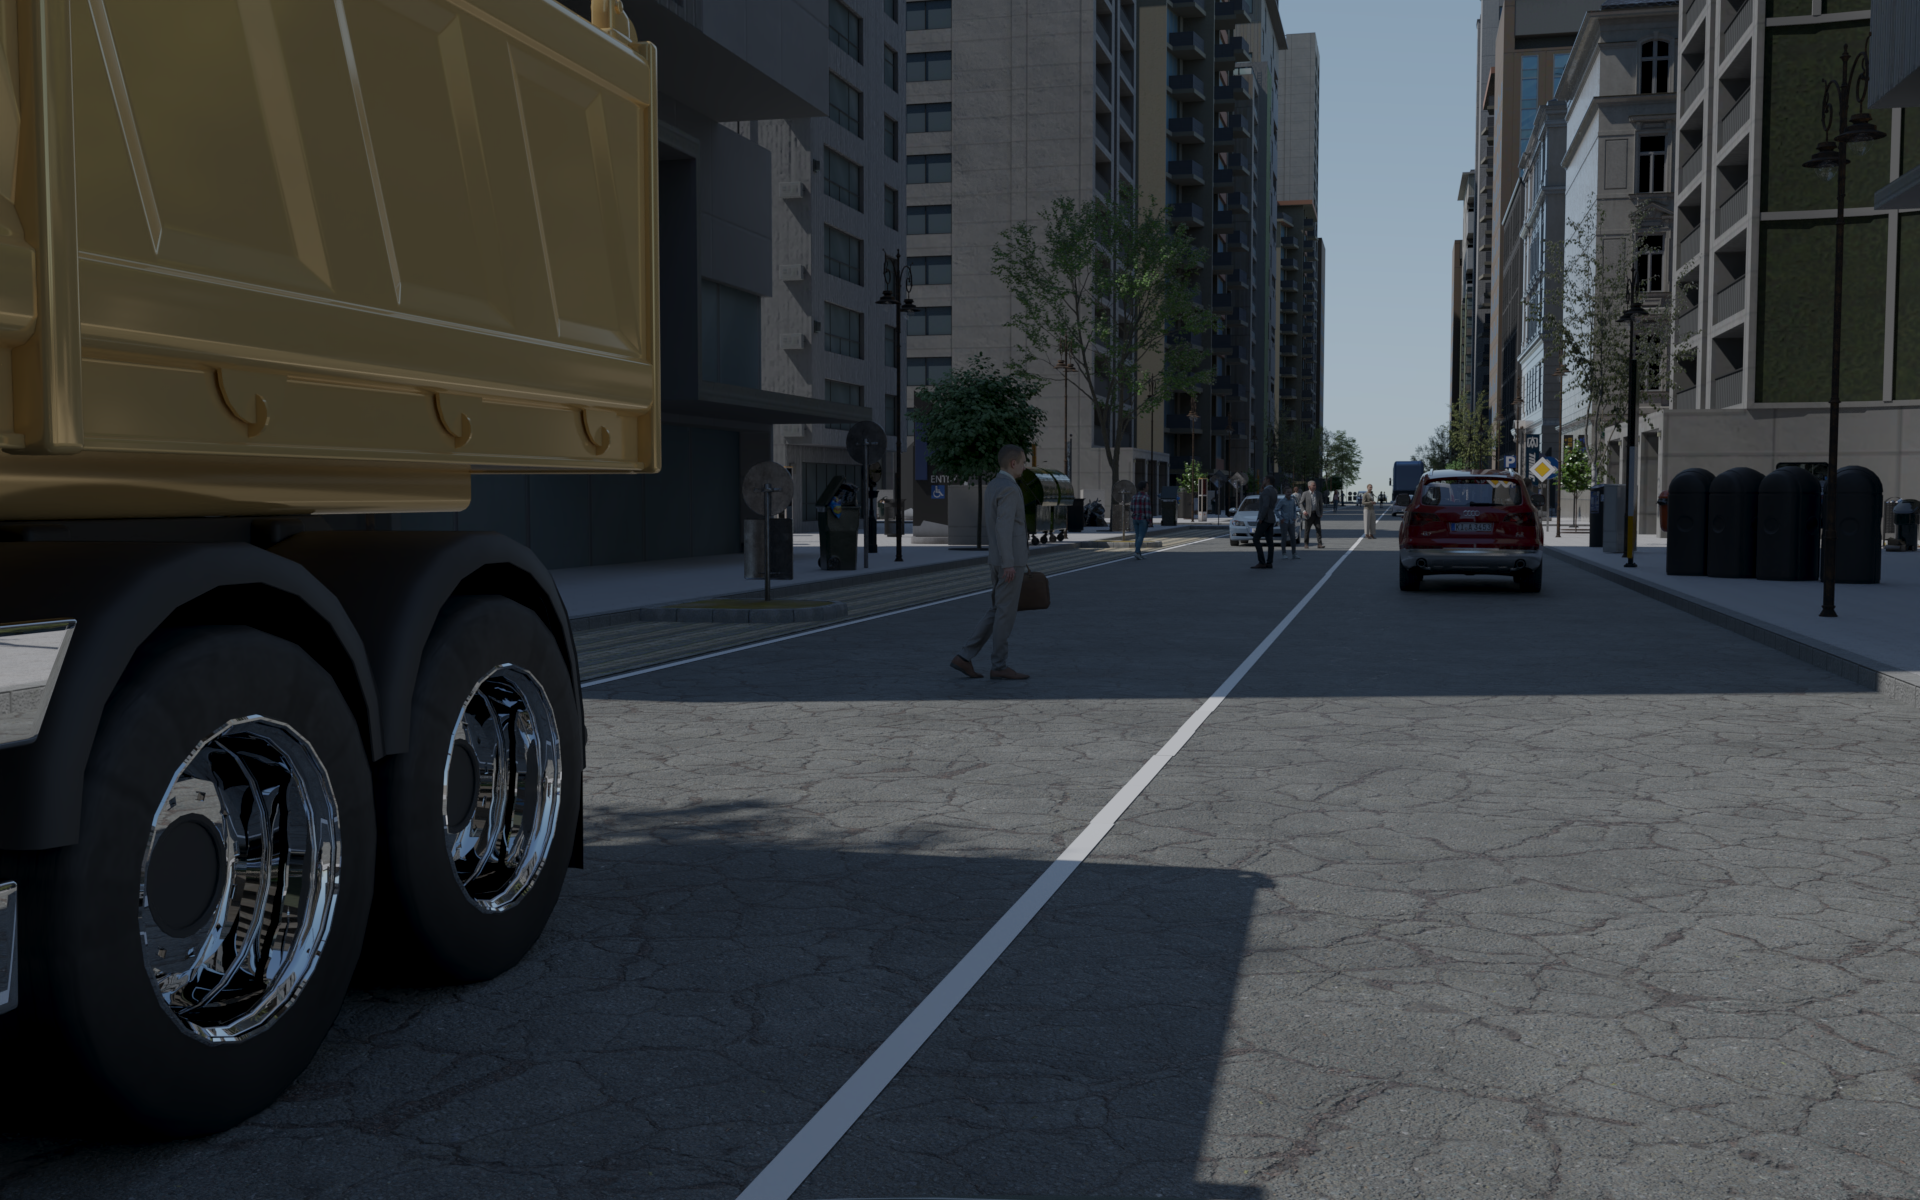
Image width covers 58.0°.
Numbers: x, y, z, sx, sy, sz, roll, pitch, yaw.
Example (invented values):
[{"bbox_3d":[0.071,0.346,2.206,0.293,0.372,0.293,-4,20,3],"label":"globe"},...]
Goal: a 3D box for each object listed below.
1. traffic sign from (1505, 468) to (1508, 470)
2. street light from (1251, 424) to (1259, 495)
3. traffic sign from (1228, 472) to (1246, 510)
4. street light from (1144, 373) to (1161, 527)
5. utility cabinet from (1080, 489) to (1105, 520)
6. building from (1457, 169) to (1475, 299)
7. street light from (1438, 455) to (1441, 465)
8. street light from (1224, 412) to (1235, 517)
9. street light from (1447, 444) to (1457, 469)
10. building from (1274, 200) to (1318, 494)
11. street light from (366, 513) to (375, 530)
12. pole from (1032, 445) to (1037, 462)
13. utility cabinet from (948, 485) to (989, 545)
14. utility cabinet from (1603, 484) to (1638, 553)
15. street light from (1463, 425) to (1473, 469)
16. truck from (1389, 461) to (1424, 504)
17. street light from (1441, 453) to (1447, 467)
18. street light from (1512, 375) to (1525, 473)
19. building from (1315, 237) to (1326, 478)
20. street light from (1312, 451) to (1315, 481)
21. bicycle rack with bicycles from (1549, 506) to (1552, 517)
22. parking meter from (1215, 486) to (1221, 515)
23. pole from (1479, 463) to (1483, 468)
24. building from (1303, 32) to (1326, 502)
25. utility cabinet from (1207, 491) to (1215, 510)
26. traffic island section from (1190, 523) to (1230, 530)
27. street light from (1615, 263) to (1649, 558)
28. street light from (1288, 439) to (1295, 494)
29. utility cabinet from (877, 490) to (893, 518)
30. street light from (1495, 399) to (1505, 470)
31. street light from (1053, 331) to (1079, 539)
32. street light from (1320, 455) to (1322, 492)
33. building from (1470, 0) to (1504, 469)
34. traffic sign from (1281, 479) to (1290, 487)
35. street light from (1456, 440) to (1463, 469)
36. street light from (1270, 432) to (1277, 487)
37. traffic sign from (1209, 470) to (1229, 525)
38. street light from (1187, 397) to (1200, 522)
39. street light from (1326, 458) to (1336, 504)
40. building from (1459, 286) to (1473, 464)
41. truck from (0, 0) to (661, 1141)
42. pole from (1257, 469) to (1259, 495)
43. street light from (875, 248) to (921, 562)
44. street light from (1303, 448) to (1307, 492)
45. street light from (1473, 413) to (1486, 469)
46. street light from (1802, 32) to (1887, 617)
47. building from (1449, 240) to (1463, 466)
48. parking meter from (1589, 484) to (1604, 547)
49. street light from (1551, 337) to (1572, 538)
[{"bbox_3d":[21.419,-3.935,67.974,0.795,2.450,0.064,1,4,14],"label":"traffic sign"},{"bbox_3d":[19.040,-8.517,112.044,0.468,5.910,1.993,1,4,14],"label":"street light"},{"bbox_3d":[12.549,-4.578,78.488,0.795,2.450,0.064,1,4,14],"label":"traffic sign"},{"bbox_3d":[7.367,-5.728,66.444,0.468,5.910,1.993,1,4,14],"label":"street light"},{"bbox_3d":[6.410,-4.595,83.808,1.173,1.500,0.318,-2,4,-24],"label":"utility cabinet"},{"bbox_3d":[92.691,-41.688,270.835,28.713,52.752,27.495,1,4,14],"label":"building"},{"bbox_3d":[52.935,-13.278,189.879,0.468,5.910,1.993,1,4,14],"label":"street light"},{"bbox_3d":[14.914,-7.528,95.871,0.468,5.910,1.993,1,4,14],"label":"street light"},{"bbox_3d":[44.650,-11.269,157.028,0.468,5.910,1.993,1,4,14],"label":"street light"},{"bbox_3d":[40.478,-36.587,252.815,22.147,44.769,28.867,1,4,14],"label":"building"},{"bbox_3d":[-5.500,-2.645,16.040,0.468,5.910,1.993,1,4,14],"label":"street light"},{"bbox_3d":[3.009,-4.672,70.236,0.158,3.312,0.155,0,3,0],"label":"pole"},{"bbox_3d":[0.306,-2.087,42.794,1.173,1.500,0.318,0,4,7],"label":"utility cabinet"},{"bbox_3d":[14.442,-1.783,37.831,0.318,1.500,1.173,3,5,42],"label":"utility cabinet"},{"bbox_3d":[33.975,-8.726,115.453,0.468,5.910,1.993,1,4,14],"label":"street light"},{"bbox_3d":[35.064,-8.871,134.800,2.967,4.110,18.799,1,4,13],"label":"truck"},{"bbox_3d":[48.669,-12.259,173.229,0.468,5.910,1.993,1,4,14],"label":"street light"},{"bbox_3d":[21.714,-5.792,67.489,0.468,5.910,1.993,1,4,14],"label":"street light"},{"bbox_3d":[54.433,-39.375,293.894,14.600,45.320,14.200,1,4,14],"label":"building"},{"bbox_3d":[37.965,-13.049,186.136,0.468,5.910,1.993,1,4,14],"label":"street light"},{"bbox_3d":[31.234,-5.038,95.748,2.925,0.926,2.852,-1,4,-11],"label":"bicycle rack with bicycles"},{"bbox_3d":[15.918,-6.191,106.926,0.399,1.863,0.255,0,4,6],"label":"parking meter"},{"bbox_3d":[33.832,-7.259,112.533,0.158,3.312,0.155,0,3,0],"label":"pole"},{"bbox_3d":[48.467,-51.215,275.615,20.563,71.187,20.611,1,4,14],"label":"building"},{"bbox_3d":[17.097,-6.683,117.946,1.173,1.500,0.318,-1,4,-9],"label":"utility cabinet"},{"bbox_3d":[10.551,-2.969,70.818,2.009,0.180,2.903,1,4,14],"label":"traffic island section"},{"bbox_3d":[13.462,-3.794,34.816,0.468,5.910,1.993,1,4,14],"label":"street light"},{"bbox_3d":[27.736,-10.591,145.954,0.468,5.910,1.993,1,4,14],"label":"street light"},{"bbox_3d":[-4.047,-5.029,90.902,1.173,1.500,0.318,-2,4,-25],"label":"utility cabinet"},{"bbox_3d":[25.597,-6.697,82.278,0.468,5.910,1.993,1,4,14],"label":"street light"},{"bbox_3d":[3.012,-4.681,49.330,0.468,5.910,1.993,1,4,14],"label":"street light"},{"bbox_3d":[42.210,-14.050,202.501,0.468,5.910,1.993,1,4,14],"label":"street light"},{"bbox_3d":[70.572,-40.322,201.260,21.231,58.520,28.212,1,4,14],"label":"building"},{"bbox_3d":[26.827,-8.726,142.779,0.768,2.556,0.104,1,4,21],"label":"traffic sign"},{"bbox_3d":[38.201,-9.718,131.675,0.468,5.910,1.993,1,4,14],"label":"street light"},{"bbox_3d":[23.428,-9.571,129.281,0.468,5.910,1.993,1,4,14],"label":"street light"},{"bbox_3d":[10.575,-4.104,70.750,0.795,2.450,0.064,1,4,14],"label":"traffic sign"},{"bbox_3d":[10.659,-6.505,79.149,0.468,5.910,1.993,1,4,14],"label":"street light"},{"bbox_3d":[50.161,-15.982,234.098,0.468,5.910,1.993,1,4,14],"label":"street light"},{"bbox_3d":[80.092,-29.414,252.626,14.160,30.474,14.107,1,4,14],"label":"building"},{"bbox_3d":[-3.324,-0.361,1.819,3.469,3.379,9.791,1,4,12],"label":"truck"},{"bbox_3d":[24.413,-9.057,141.926,0.158,3.312,0.155,0,3,0],"label":"pole"},{"bbox_3d":[-1.162,-3.670,32.796,0.468,5.910,1.993,1,4,14],"label":"street light"},{"bbox_3d":[33.795,-12.053,169.856,0.468,5.910,1.993,1,4,14],"label":"street light"},{"bbox_3d":[29.693,-7.707,98.804,0.468,5.910,1.993,1,4,14],"label":"street light"},{"bbox_3d":[9.088,-2.762,17.948,0.468,5.910,1.993,1,4,14],"label":"street light"},{"bbox_3d":[90.325,-39.330,293.158,14.600,45.320,14.200,1,4,14],"label":"building"},{"bbox_3d":[15.408,-2.044,41.831,0.372,1.533,0.369,0,3,0],"label":"parking meter"},{"bbox_3d":[17.687,-4.785,51.026,0.468,5.910,1.993,1,4,14],"label":"street light"}]
